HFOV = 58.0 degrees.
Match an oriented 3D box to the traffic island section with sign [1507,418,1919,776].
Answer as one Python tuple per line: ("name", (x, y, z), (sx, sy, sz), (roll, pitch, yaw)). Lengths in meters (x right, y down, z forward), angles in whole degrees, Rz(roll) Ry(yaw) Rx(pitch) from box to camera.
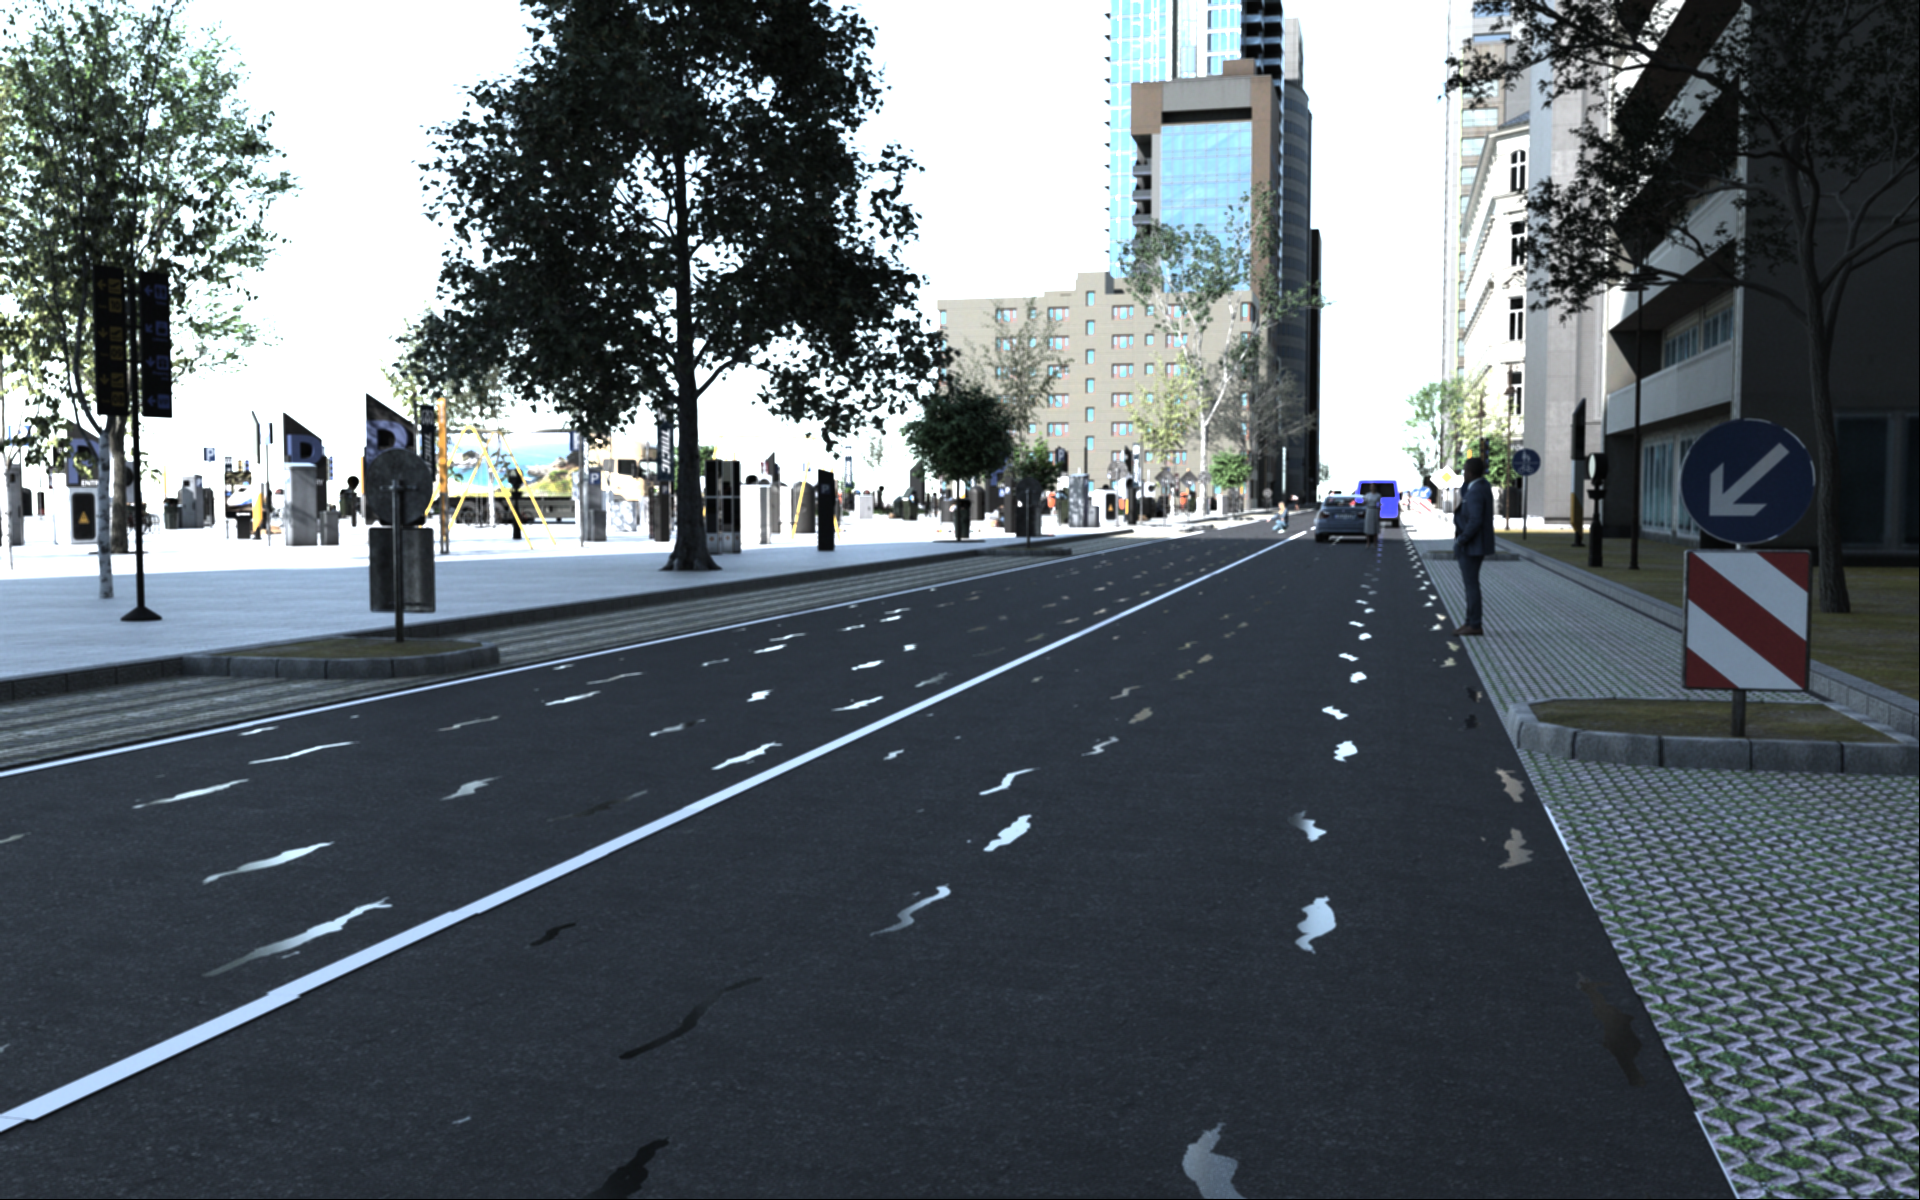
("traffic island section with sign", (4.198, -0.075, 9.856), (1.989, 1.847, 2.006), (1, 4, 14))

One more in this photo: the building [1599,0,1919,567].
("building", (26.770, -25.290, 37.188), (21.300, 48.544, 21.600), (1, 4, 14))

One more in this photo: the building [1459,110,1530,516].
("building", (43.865, -20.954, 119.011), (17.030, 29.872, 44.131), (1, 4, 14))

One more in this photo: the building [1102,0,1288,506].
("building", (28.218, -54.582, 205.086), (22.319, 86.520, 31.000), (1, 4, 14))

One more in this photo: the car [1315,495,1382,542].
("car", (11.808, -2.495, 52.801), (2.014, 1.417, 4.499), (1, 4, 16))

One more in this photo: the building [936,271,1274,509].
("building", (14.774, -19.524, 164.259), (27.650, 21.520, 28.899), (1, 4, 14))

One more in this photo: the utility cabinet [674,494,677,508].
("utility cabinet", (-20.559, -7.247, 127.162), (0.318, 1.500, 1.173), (2, 4, 31))

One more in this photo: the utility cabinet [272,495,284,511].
("utility cabinet", (-39.123, -5.425, 99.856), (1.020, 1.237, 0.306), (-1, 4, -21))

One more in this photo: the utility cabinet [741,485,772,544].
("utility cabinet", (-5.377, -2.151, 43.844), (1.173, 1.500, 0.318), (0, 4, -2))

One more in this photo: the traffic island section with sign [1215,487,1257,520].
("traffic island section with sign", (15.046, -5.278, 94.918), (1.989, 1.847, 2.006), (1, 4, 14))

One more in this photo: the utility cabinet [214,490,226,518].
("utility cabinet", (-43.076, -5.679, 101.527), (1.173, 1.500, 0.318), (-2, 4, -31))

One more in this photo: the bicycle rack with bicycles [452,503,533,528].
("bicycle rack with bicycles", (-18.223, -3.256, 66.612), (2.925, 0.926, 2.852), (3, 5, 39))

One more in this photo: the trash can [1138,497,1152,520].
("trash can", (9.014, -4.447, 84.361), (0.748, 1.137, 0.748), (0, 3, 0))

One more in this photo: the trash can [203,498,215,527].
("trash can", (-29.660, -3.456, 68.159), (0.748, 1.137, 0.748), (0, 3, 0))

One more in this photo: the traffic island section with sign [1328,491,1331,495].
("traffic island section with sign", (60.005, -16.376, 276.367), (1.989, 1.847, 2.006), (1, 4, 14))

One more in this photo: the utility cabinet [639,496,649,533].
("utility cabinet", (-10.453, -2.843, 57.637), (0.306, 1.237, 1.020), (-1, 4, -18))

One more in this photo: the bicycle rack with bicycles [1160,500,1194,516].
("bicycle rack with bicycles", (12.250, -5.456, 102.580), (2.925, 0.926, 2.852), (1, 4, 16))

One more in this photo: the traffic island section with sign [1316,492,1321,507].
("traffic island section with sign", (40.072, -11.452, 195.872), (1.989, 1.847, 2.006), (1, 4, 14))

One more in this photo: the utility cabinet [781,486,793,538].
("utility cabinet", (-5.008, -2.536, 50.140), (0.318, 1.500, 1.173), (0, 4, -4))

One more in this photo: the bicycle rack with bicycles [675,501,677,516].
("bicycle rack with bicycles", (-15.740, -5.396, 101.604), (2.925, 0.926, 2.852), (3, 5, 45))

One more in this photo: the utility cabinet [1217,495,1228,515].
("utility cabinet", (16.014, -5.770, 105.496), (0.306, 1.237, 1.020), (2, 4, 31))

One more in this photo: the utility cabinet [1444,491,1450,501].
("utility cabinet", (33.089, -6.603, 116.636), (1.173, 1.500, 0.318), (-2, 4, -35))

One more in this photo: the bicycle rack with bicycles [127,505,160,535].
("bicycle rack with bicycles", (-26.397, -2.521, 54.596), (2.852, 0.926, 2.925), (1, 4, 13))

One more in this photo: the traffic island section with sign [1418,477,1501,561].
("traffic island section with sign", (11.150, -1.793, 37.948), (1.989, 1.847, 2.006), (1, 4, 14))

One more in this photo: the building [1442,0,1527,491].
("building", (60.977, -38.919, 178.329), (21.231, 58.520, 28.212), (1, 4, 14))

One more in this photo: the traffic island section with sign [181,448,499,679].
("traffic island section with sign", (-4.940, -0.346, 14.283), (1.989, 1.847, 2.006), (1, 4, 14))

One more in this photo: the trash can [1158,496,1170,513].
("trash can", (13.124, -6.107, 111.497), (0.748, 1.137, 0.748), (0, 3, 0))

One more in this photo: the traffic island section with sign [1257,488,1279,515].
("traffic island section with sign", (21.593, -6.894, 121.336), (1.989, 1.847, 2.006), (1, 4, 14))

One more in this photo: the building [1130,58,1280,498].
("building", (26.239, -32.628, 183.572), (14.600, 45.320, 14.200), (1, 4, 14))

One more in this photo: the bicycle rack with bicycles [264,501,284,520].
("bicycle rack with bicycles", (-33.991, -4.454, 86.206), (2.852, 0.926, 2.925), (-3, 5, -41))

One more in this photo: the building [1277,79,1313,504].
("building", (38.023, -42.933, 243.955), (21.231, 58.520, 28.212), (1, 4, 14))

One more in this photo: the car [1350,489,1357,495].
("car", (28.402, -6.888, 121.294), (2.281, 1.827, 5.304), (1, 4, 16))

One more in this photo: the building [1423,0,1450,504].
("building", (74.425, -48.795, 236.051), (20.563, 71.187, 20.611), (1, 4, 14))

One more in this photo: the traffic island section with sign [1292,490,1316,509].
("traffic island section with sign", (33.577, -9.852, 169.708), (1.989, 1.847, 2.006), (1, 4, 14))

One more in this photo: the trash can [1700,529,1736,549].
("trash can", (11.110, -0.831, 25.241), (0.748, 1.137, 0.748), (0, 3, 0))

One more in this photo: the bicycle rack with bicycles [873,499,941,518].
("bicycle rack with bicycles", (-3.243, -5.494, 103.204), (2.852, 0.926, 2.925), (-2, 4, -28))

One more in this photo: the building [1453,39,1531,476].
("building", (52.803, -29.076, 158.981), (14.154, 41.232, 14.086), (1, 4, 14))

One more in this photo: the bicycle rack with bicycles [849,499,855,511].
("bicycle rack with bicycles", (-6.279, -6.519, 119.965), (2.852, 0.926, 2.925), (2, 4, 28))

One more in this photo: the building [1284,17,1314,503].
("building", (44.293, -50.699, 267.182), (20.563, 71.187, 20.611), (1, 4, 14))

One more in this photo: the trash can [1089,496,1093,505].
("trash can", (8.999, -6.751, 122.032), (0.748, 1.137, 0.748), (0, 3, 0))

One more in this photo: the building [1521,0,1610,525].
("building", (36.903, -17.091, 72.951), (24.014, 27.812, 14.314), (1, 4, 14))

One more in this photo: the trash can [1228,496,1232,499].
("trash can", (18.536, -6.605, 119.650), (0.748, 1.137, 0.748), (0, 3, 0))

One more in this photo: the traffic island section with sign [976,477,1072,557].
("traffic island section with sign", (1.555, -1.946, 40.447), (1.989, 1.847, 2.006), (1, 4, 14))

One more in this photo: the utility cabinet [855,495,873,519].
("utility cabinet", (-4.899, -4.745, 88.748), (1.020, 1.237, 0.306), (-3, 5, -44))

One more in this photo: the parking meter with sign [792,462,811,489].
("parking meter with sign", (-8.930, -6.087, 95.782), (0.543, 3.016, 1.738), (-3, 5, -39))

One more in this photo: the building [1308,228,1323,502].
("building", (51.944, -38.786, 284.260), (14.600, 45.320, 14.200), (1, 4, 14))

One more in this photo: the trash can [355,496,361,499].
("trash can", (-39.816, -6.311, 114.835), (0.748, 1.137, 0.748), (0, 3, 0))

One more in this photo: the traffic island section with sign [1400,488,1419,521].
("traffic island section with sign", (24.408, -5.066, 91.462), (1.989, 1.847, 2.006), (1, 4, 14))

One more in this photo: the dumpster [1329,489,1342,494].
("dumpster", (58.015, -16.058, 267.503), (1.985, 2.255, 1.502), (1, 4, 12))
